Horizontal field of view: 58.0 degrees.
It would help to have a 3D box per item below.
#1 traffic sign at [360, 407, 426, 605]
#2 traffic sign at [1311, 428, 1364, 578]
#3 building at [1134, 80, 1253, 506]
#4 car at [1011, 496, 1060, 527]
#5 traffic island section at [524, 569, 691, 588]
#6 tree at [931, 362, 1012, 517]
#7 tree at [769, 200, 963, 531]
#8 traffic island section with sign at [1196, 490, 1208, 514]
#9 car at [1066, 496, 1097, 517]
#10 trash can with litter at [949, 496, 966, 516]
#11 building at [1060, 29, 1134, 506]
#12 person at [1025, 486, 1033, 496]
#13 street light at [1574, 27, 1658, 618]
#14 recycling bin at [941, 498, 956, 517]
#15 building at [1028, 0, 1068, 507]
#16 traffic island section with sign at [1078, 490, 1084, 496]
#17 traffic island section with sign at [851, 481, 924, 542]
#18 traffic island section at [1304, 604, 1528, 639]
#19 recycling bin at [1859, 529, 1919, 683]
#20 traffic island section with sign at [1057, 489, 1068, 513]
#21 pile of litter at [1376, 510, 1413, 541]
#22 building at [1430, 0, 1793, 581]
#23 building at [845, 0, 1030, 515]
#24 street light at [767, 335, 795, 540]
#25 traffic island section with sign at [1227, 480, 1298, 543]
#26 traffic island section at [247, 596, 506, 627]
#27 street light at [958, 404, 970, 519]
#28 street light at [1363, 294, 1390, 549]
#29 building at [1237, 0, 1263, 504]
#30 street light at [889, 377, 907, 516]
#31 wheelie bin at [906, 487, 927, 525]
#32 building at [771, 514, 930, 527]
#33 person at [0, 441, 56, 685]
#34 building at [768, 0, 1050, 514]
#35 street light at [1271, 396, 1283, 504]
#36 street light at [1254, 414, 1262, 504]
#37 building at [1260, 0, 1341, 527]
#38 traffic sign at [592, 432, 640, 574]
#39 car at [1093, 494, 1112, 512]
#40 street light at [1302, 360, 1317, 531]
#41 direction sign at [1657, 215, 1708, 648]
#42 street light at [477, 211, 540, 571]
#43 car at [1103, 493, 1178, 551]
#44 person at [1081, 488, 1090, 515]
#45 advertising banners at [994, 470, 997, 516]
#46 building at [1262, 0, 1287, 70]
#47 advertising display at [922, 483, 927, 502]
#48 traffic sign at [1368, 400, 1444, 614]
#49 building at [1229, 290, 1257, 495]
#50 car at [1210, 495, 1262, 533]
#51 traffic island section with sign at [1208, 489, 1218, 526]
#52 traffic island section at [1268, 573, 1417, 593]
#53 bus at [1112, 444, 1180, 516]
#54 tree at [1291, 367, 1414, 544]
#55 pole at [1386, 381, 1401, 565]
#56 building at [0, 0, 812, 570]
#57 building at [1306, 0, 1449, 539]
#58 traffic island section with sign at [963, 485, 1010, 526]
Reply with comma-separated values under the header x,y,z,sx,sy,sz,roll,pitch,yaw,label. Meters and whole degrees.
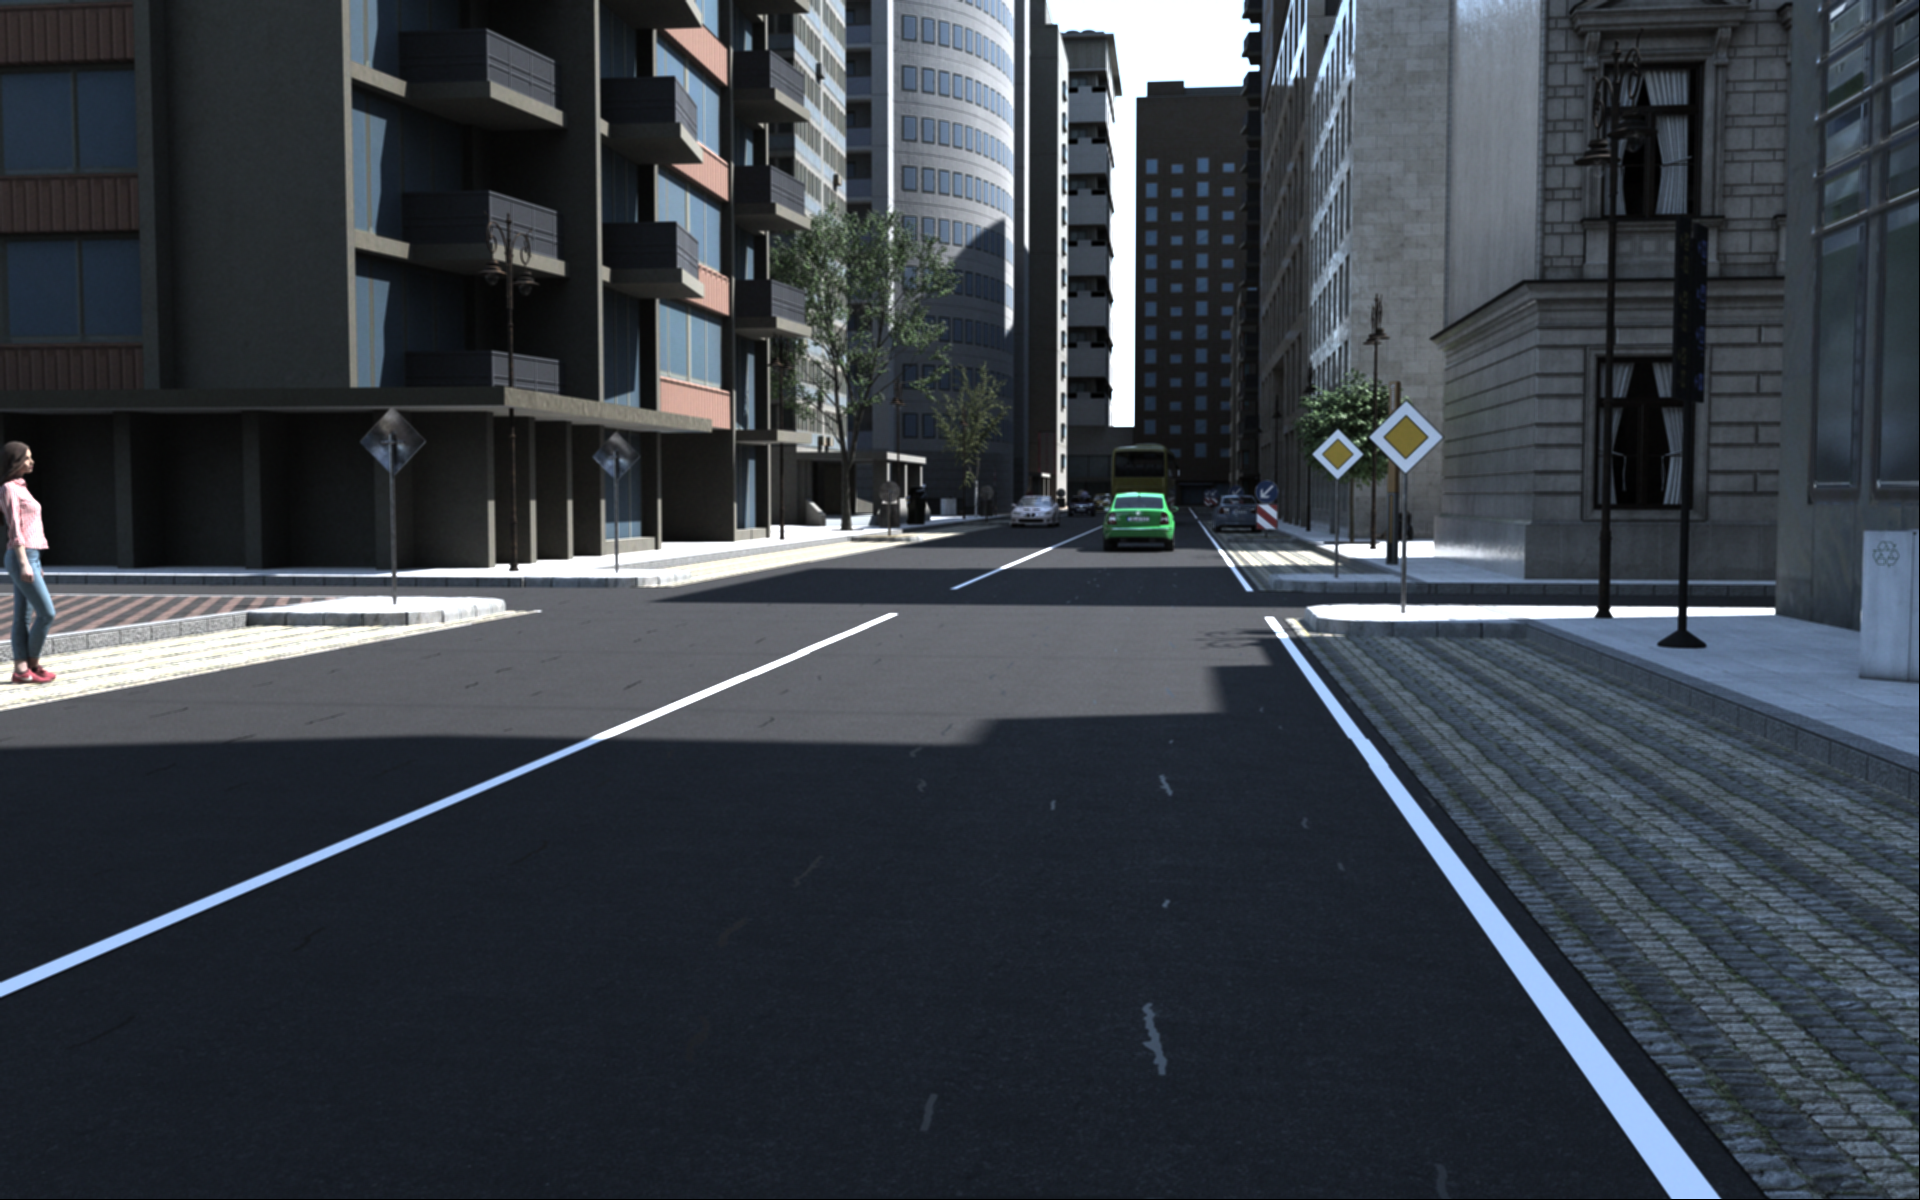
x,y,z,sx,sy,sz,roll,pitch,yaw,label
-6.543,-1.000,19.992,0.795,2.450,0.064,0,4,7,traffic sign
5.760,-1.396,26.470,0.795,2.450,0.064,0,4,7,traffic sign
26.547,-33.067,190.752,14.200,45.320,14.600,0,4,7,building
3.341,-3.886,75.903,2.083,1.381,4.827,0,4,8,car
-5.566,-0.349,27.979,2.009,0.180,2.903,0,4,7,traffic island section
0.651,-8.855,95.137,4.737,8.622,4.395,0,3,0,tree
-3.876,-8.233,60.360,9.928,11.665,9.643,0,3,0,tree
18.557,-7.271,127.508,1.989,1.847,2.006,0,4,7,traffic island section with sign
7.858,-6.062,111.698,1.945,1.354,3.894,0,4,5,car
-0.236,-5.586,102.710,1.055,1.170,0.624,-2,4,-27,trash can with litter
6.583,-37.346,199.851,27.495,52.752,28.713,0,4,7,building
3.283,-4.486,81.814,0.573,1.828,0.580,-1,4,-21,person
6.684,-2.753,17.806,0.468,5.910,1.993,0,4,7,street light
-0.657,-5.315,99.447,0.722,1.027,0.722,-1,4,-23,recycling bin
-0.731,-33.301,168.172,21.600,48.544,21.300,0,4,7,building
10.986,-9.027,156.216,1.989,1.847,2.006,0,4,7,traffic island section with sign
-2.152,-2.674,52.348,1.989,1.847,2.006,0,4,7,traffic island section with sign
4.783,0.224,18.622,2.009,0.180,2.903,0,4,7,traffic island section
6.746,0.036,11.972,0.722,1.027,0.722,-3,4,-38,recycling bin
7.601,-7.391,129.473,1.989,1.847,2.006,0,4,7,traffic island section with sign
12.190,-2.118,48.599,1.176,0.858,1.719,2,4,32,pile of litter
18.090,-10.056,29.035,19.286,19.102,10.561,0,4,7,building
-6.981,-35.169,117.017,21.231,58.520,28.212,0,4,7,building
-4.999,-4.630,48.493,0.468,5.910,1.993,0,4,7,street light
8.880,-2.590,50.980,1.989,1.847,2.006,0,4,7,traffic island section with sign
-6.568,0.136,20.057,2.009,0.180,2.903,0,4,7,traffic island section
0.211,-7.114,89.098,0.468,5.910,1.993,0,4,7,street light
9.609,-4.117,40.101,0.468,5.910,1.993,0,4,7,street light
32.517,-29.126,130.829,22.147,44.769,28.867,0,4,7,building
-2.438,-5.849,68.419,0.468,5.910,1.993,0,4,7,street light
-1.806,-3.991,73.156,0.980,1.594,0.693,-3,5,-42,wheelie bin
-18.274,-23.567,77.209,32.217,40.220,23.993,0,4,7,building
-6.989,-0.272,12.957,0.388,1.821,0.555,-2,4,-33,person
-8.880,-27.710,144.944,32.217,40.220,23.993,0,4,7,building
14.567,-6.543,79.773,0.468,5.910,1.993,0,4,7,street light
17.138,-7.756,99.597,0.468,5.910,1.993,0,4,7,street light
24.865,-16.977,82.089,19.350,26.468,34.151,0,4,7,building
-5.542,-1.485,27.915,0.795,2.450,0.064,0,4,7,traffic sign
11.259,-7.730,136.606,2.015,1.641,3.980,1,4,9,car
12.091,-5.330,59.936,0.468,5.910,1.993,0,4,7,street light
6.081,-1.375,14.485,0.379,3.537,0.876,3,4,37,direction sign
-7.425,-3.417,28.651,0.468,5.910,1.993,0,4,7,street light
4.673,-2.210,44.928,1.959,1.807,4.718,0,4,7,car
8.699,-6.849,120.344,0.709,1.838,0.599,1,4,9,person
2.047,-6.348,99.982,0.090,3.025,2.074,0,4,3,advertising banners
26.416,-28.123,109.917,14.600,45.320,14.200,0,4,7,building
-2.477,-5.988,103.120,0.974,1.923,0.123,0,4,-5,advertising display
4.759,-0.912,18.548,0.795,2.450,0.064,0,4,7,traffic sign
39.299,-19.248,159.742,27.650,21.520,28.899,0,4,7,building
10.442,-3.263,65.347,2.014,1.417,4.499,0,4,7,car
12.273,-4.226,77.721,1.989,1.847,2.006,0,4,7,traffic island section with sign
5.785,-0.261,26.544,2.009,0.180,2.903,0,4,7,traffic island section
9.051,-5.666,84.191,2.896,3.916,12.252,1,4,9,bus
10.258,-3.740,44.860,4.285,4.588,4.351,0,3,0,tree
7.874,-2.301,31.459,0.158,3.312,0.155,0,3,0,pole
-16.098,-23.702,42.153,22.147,44.769,28.867,0,4,7,building
17.399,-12.371,57.013,10.420,20.320,16.860,0,4,7,building
1.238,-4.310,79.090,1.989,1.847,2.006,0,4,7,traffic island section with sign
